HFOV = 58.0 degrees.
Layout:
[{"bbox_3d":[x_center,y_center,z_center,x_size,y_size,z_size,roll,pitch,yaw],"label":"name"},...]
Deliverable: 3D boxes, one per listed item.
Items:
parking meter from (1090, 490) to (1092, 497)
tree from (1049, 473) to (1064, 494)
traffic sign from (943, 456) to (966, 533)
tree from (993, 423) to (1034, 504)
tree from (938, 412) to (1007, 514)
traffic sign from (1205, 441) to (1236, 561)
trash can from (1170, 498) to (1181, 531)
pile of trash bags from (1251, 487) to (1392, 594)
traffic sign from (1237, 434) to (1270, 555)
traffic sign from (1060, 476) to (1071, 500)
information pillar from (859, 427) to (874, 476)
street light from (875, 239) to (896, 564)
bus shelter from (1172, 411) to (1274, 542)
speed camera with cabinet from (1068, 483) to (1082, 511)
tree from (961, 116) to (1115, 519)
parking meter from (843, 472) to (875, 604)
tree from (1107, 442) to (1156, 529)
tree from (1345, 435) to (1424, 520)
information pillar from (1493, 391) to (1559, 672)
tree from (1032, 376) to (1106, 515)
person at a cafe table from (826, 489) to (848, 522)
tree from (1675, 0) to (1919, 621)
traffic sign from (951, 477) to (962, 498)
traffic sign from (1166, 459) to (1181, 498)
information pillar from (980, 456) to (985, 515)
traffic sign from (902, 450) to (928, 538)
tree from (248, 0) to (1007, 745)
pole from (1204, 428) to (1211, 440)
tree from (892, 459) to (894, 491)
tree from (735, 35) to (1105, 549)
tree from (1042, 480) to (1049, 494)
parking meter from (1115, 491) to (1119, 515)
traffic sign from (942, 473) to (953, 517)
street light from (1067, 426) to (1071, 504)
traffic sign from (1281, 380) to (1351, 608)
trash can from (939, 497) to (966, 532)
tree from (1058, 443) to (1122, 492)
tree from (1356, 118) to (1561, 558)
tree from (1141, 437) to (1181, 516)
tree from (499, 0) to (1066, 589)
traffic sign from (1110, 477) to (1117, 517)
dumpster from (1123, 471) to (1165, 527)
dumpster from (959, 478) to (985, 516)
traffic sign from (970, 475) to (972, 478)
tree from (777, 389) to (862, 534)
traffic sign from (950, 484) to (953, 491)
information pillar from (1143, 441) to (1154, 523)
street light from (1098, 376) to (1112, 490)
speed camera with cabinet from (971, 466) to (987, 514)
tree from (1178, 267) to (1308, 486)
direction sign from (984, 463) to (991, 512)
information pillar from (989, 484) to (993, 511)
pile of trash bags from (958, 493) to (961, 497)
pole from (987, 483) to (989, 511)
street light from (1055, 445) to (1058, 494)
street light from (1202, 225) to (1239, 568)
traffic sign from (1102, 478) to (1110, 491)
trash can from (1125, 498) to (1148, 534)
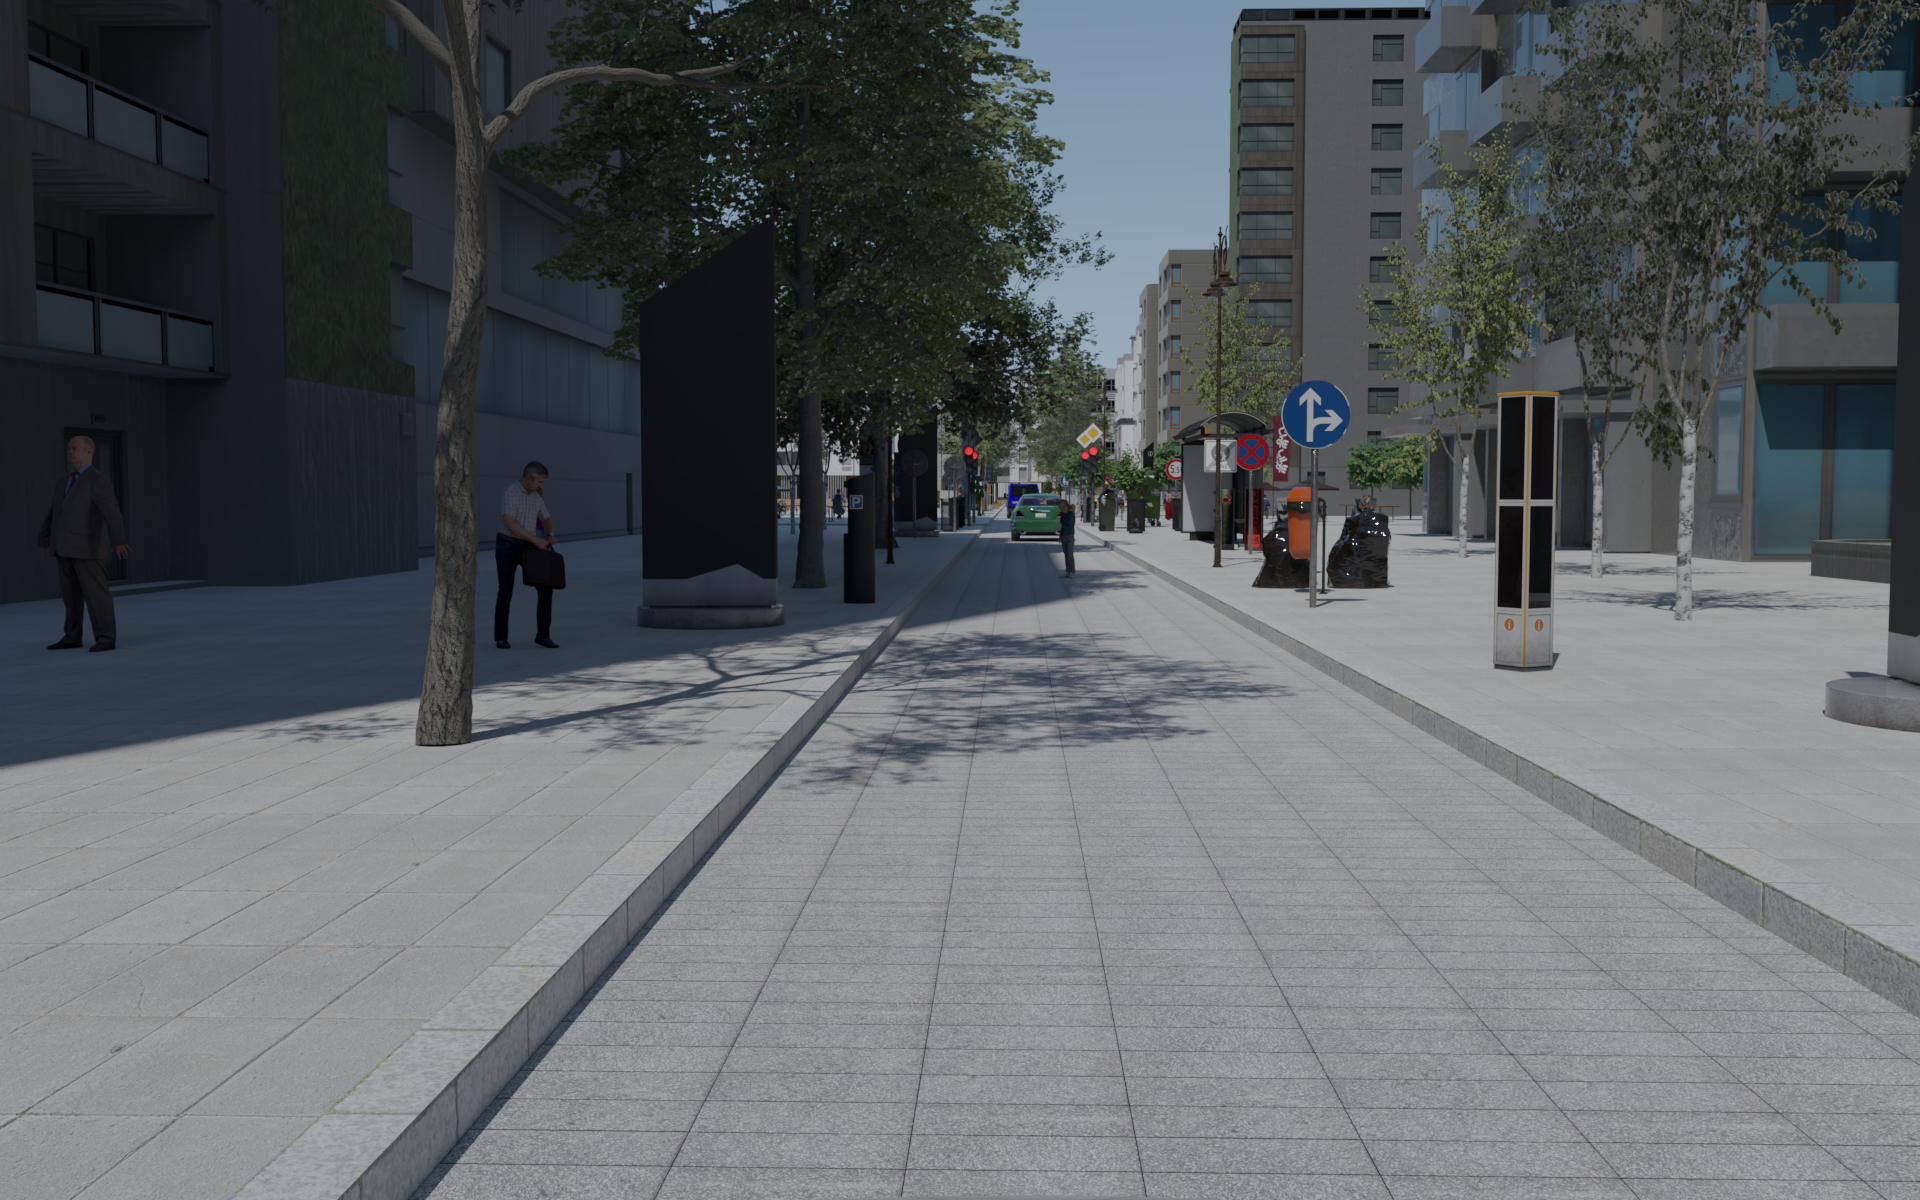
[{"bbox_3d":[10.492,-8.201,139.796,0.399,1.863,0.255,0,4,2],"label":"parking meter"},{"bbox_3d":[8.390,-8.857,139.405,1.663,3.219,1.824,0,3,0],"label":"tree"},{"bbox_3d":[-0.180,-3.525,57.742,0.768,2.556,0.104,0,4,7],"label":"traffic sign"},{"bbox_3d":[4.627,-19.356,226.843,12.009,13.543,11.850,0,3,0],"label":"tree"},{"bbox_3d":[0.824,-9.743,109.660,4.737,8.622,4.395,0,3,0],"label":"tree"},{"bbox_3d":[4.948,-1.884,32.935,0.606,2.300,0.079,1,4,10],"label":"traffic sign"},{"bbox_3d":[7.617,-2.937,59.674,0.748,1.137,0.748,0,3,0],"label":"trash can"},{"bbox_3d":[4.897,-0.851,23.661,1.912,1.369,3.447,1,4,18],"label":"pile of trash bags"},{"bbox_3d":[6.170,-2.239,36.713,0.768,2.556,0.104,1,4,9],"label":"traffic sign"},{"bbox_3d":[7.210,-7.219,118.144,0.768,2.556,0.104,0,4,8],"label":"traffic sign"},{"bbox_3d":[-2.669,-3.588,50.025,0.504,3.616,0.183,1,4,22],"label":"information pillar"},{"bbox_3d":[-1.285,-3.604,31.707,0.468,5.910,1.993,0,4,2],"label":"street light"},{"bbox_3d":[6.770,-3.128,45.072,2.014,3.302,5.546,0,4,2],"label":"bus shelter"},{"bbox_3d":[9.002,-8.631,135.450,0.660,3.252,2.038,-1,4,-18],"label":"speed camera with cabinet"},{"bbox_3d":[0.998,-14.124,86.809,12.611,20.169,13.585,0,3,0],"label":"tree"},{"bbox_3d":[-1.185,-0.732,20.383,0.372,1.533,0.369,0,3,0],"label":"parking meter"},{"bbox_3d":[6.198,-4.282,64.616,1.663,3.219,1.824,0,3,0],"label":"tree"},{"bbox_3d":[22.925,-6.897,96.472,4.285,4.588,4.351,0,3,0],"label":"tree"},{"bbox_3d":[4.110,-0.495,12.591,0.304,2.012,0.304,-2,4,-29],"label":"information pillar"},{"bbox_3d":[7.013,-9.590,107.153,4.360,8.622,3.978,0,3,0],"label":"tree"},{"bbox_3d":[-5.525,-4.366,79.898,1.698,1.524,1.622,0,4,6],"label":"person at a cafe table"},{"bbox_3d":[7.587,-4.099,17.374,4.360,8.622,3.978,0,3,0],"label":"tree"},{"bbox_3d":[-0.145,-5.915,96.809,0.768,2.556,0.104,1,4,9],"label":"traffic sign"},{"bbox_3d":[7.789,-3.808,62.371,0.768,2.556,0.104,1,4,11],"label":"traffic sign"},{"bbox_3d":[1.361,-6.951,104.996,0.183,3.616,0.504,1,4,22],"label":"information pillar"},{"bbox_3d":[-1.322,-3.071,50.316,0.768,2.556,0.104,0,4,8],"label":"traffic sign"},{"bbox_3d":[-2.318,-4.541,8.656,7.601,10.594,8.767,-1,4,-13],"label":"tree"},{"bbox_3d":[7.623,-3.647,53.471,0.158,3.312,0.155,0,3,0],"label":"pole"},{"bbox_3d":[-5.482,-9.125,132.900,4.285,4.588,4.351,0,3,0],"label":"tree"},{"bbox_3d":[-1.840,-7.584,40.999,9.611,12.733,9.660,0,3,0],"label":"tree"},{"bbox_3d":[10.188,-12.563,200.005,1.663,3.219,1.824,0,3,0],"label":"tree"},{"bbox_3d":[9.503,-5.958,105.831,0.372,1.533,0.369,0,3,0],"label":"parking meter"},{"bbox_3d":[-0.628,-6.004,98.271,0.768,2.556,0.104,0,4,4],"label":"traffic sign"},{"bbox_3d":[7.186,-8.601,113.418,0.468,5.910,1.993,0,4,2],"label":"street light"},{"bbox_3d":[3.988,-1.186,19.489,0.768,2.556,0.104,0,4,4],"label":"traffic sign"},{"bbox_3d":[-0.344,-2.871,58.588,0.748,1.137,0.748,0,3,0],"label":"trash can"},{"bbox_3d":[7.350,-7.137,100.402,4.285,4.588,4.351,0,3,0],"label":"tree"},{"bbox_3d":[10.120,-5.165,34.816,4.737,8.622,4.395,0,3,0],"label":"tree"},{"bbox_3d":[12.067,-7.153,100.662,4.285,4.588,4.351,0,3,0],"label":"tree"},{"bbox_3d":[-2.308,-6.456,23.687,7.486,12.596,7.792,0,3,0],"label":"tree"},{"bbox_3d":[8.814,-5.958,97.512,0.768,2.556,0.104,1,4,10],"label":"traffic sign"},{"bbox_3d":[7.239,-4.022,68.257,1.502,2.255,1.985,0,4,2],"label":"dumpster"},{"bbox_3d":[0.659,-5.944,99.682,1.502,2.255,1.985,0,4,2],"label":"dumpster"},{"bbox_3d":[0.409,-6.502,106.419,0.768,2.556,0.104,0,4,6],"label":"traffic sign"},{"bbox_3d":[-4.826,-6.855,62.436,4.360,8.622,3.978,0,3,0],"label":"tree"},{"bbox_3d":[-0.642,-7.755,126.900,0.768,2.556,0.104,1,4,11],"label":"traffic sign"},{"bbox_3d":[8.353,-5.220,76.707,0.504,3.616,0.183,0,4,7],"label":"information pillar"},{"bbox_3d":[5.649,-5.809,67.764,0.468,5.910,1.993,0,4,2],"label":"street light"},{"bbox_3d":[1.116,-7.344,114.411,0.660,3.252,2.038,2,4,28],"label":"speed camera with cabinet"},{"bbox_3d":[8.899,-6.452,55.845,4.737,8.622,4.395,0,3,0],"label":"tree"},{"bbox_3d":[1.848,-8.278,127.349,0.876,3.537,0.379,1,4,14],"label":"direction sign"},{"bbox_3d":[2.309,-7.814,132.251,0.304,2.012,0.304,-3,4,-39],"label":"information pillar"},{"bbox_3d":[0.371,-7.443,131.437,1.912,1.369,3.447,-1,4,-13],"label":"pile of trash bags"},{"bbox_3d":[2.066,-8.288,129.357,0.158,3.312,0.155,0,3,0],"label":"pole"},{"bbox_3d":[8.331,-10.913,151.220,0.468,5.910,1.993,0,4,2],"label":"street light"},{"bbox_3d":[4.497,-3.505,30.093,0.468,5.910,1.993,0,4,2],"label":"street light"},{"bbox_3d":[8.519,-6.328,103.459,0.884,2.594,0.081,0,4,4],"label":"traffic sign"},{"bbox_3d":[5.720,-2.729,56.271,0.748,1.137,0.748,0,3,0],"label":"trash can"}]
